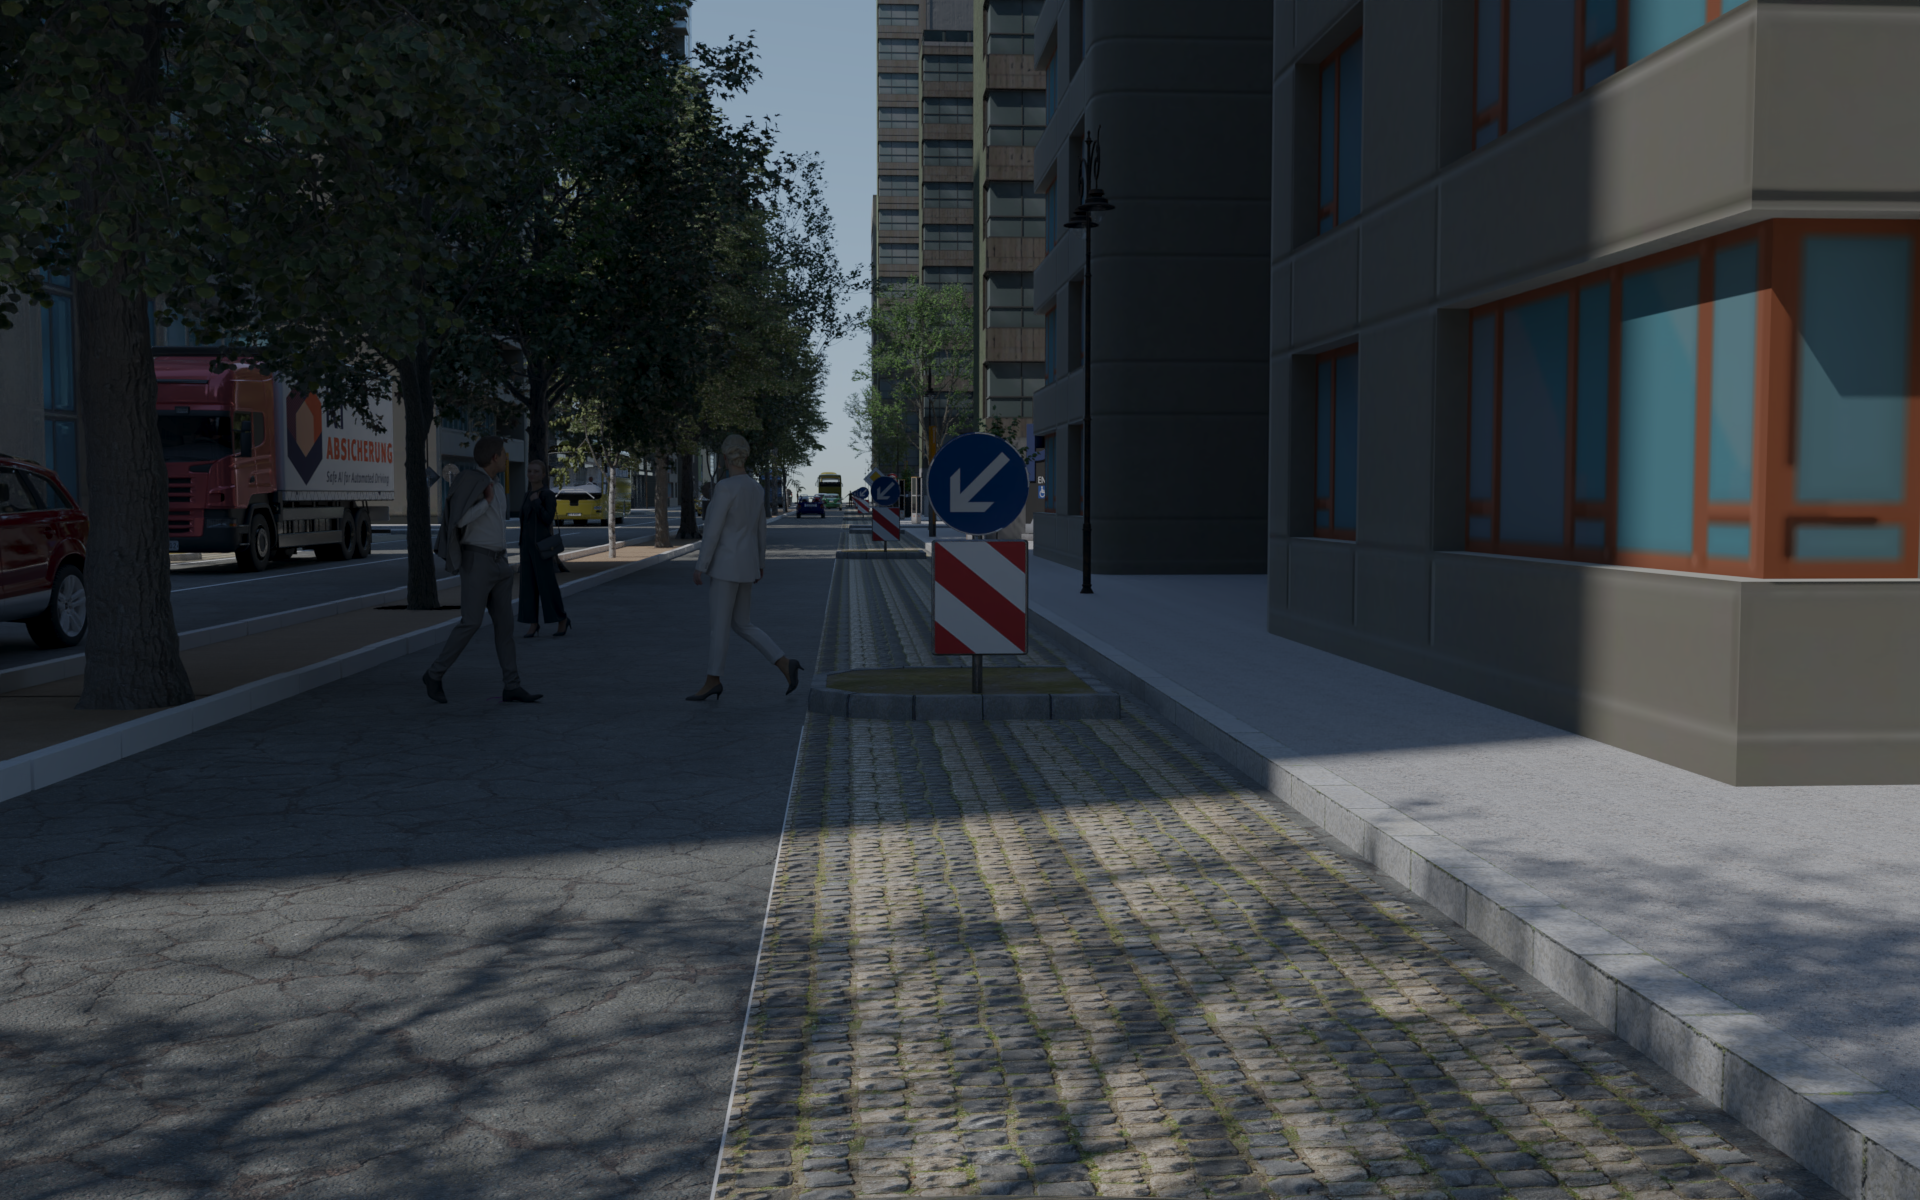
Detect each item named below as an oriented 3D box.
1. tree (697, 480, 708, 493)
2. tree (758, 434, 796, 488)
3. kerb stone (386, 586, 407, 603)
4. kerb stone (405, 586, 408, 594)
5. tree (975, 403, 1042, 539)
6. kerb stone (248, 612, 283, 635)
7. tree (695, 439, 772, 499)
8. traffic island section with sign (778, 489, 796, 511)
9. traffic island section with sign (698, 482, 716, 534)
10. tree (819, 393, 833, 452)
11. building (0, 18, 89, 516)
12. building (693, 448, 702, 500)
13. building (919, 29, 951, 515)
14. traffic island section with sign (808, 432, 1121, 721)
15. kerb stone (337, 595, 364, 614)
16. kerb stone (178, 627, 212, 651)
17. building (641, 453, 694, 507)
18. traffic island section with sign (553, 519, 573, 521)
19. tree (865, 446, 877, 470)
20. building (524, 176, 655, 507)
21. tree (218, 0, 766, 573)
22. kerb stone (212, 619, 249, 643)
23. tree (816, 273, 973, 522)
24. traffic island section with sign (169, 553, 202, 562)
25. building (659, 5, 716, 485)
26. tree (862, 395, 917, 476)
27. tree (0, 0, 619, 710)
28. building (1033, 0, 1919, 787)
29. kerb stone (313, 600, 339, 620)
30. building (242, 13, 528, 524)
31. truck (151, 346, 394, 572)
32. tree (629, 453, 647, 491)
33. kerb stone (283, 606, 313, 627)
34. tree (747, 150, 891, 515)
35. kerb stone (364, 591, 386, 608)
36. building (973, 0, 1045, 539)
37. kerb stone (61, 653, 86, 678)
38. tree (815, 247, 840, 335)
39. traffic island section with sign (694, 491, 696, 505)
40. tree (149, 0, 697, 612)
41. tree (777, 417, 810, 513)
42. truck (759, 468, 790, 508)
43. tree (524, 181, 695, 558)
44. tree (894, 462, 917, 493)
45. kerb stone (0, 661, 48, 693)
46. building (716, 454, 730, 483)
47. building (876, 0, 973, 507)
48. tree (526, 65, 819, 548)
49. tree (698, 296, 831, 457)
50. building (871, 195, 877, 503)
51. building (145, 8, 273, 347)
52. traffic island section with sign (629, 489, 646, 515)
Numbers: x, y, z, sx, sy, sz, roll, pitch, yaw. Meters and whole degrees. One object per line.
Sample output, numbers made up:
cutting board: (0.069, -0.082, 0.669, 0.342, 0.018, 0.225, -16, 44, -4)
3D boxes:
tree: (-30.558, -13.049, 207.960, 1.663, 3.219, 1.824, 0, 3, 0)
tree: (-13.461, -10.542, 125.181, 4.737, 8.622, 4.395, 0, 3, 0)
kerb stone: (-7.591, -0.045, 23.067, 0.120, 0.150, 1.000, 0, 4, -4)
kerb stone: (-7.665, -0.116, 24.086, 0.120, 0.150, 1.000, 0, 4, -4)
tree: (0.748, -2.607, 37.220, 1.663, 3.219, 1.824, 0, 3, 0)
kerb stone: (-7.268, 0.259, 17.958, 0.120, 0.150, 1.000, 0, 4, -4)
tree: (-8.839, -6.672, 61.901, 4.360, 8.622, 3.978, 0, 3, 0)
traffic island section with sign: (-14.499, -8.409, 145.630, 2.006, 1.907, 1.989, 0, 4, -4)
traffic island section with sign: (-9.166, -3.371, 63.256, 2.006, 1.907, 1.989, 0, 4, -4)
tree: (-11.568, -11.255, 104.596, 7.486, 12.596, 7.792, 0, 3, 0)
building: (-36.699, -26.181, 47.663, 30.456, 49.044, 23.786, 0, 4, -4)
building: (-39.310, -32.285, 211.448, 14.154, 41.232, 14.086, 0, 4, -4)
building: (4.282, -20.826, 112.207, 14.160, 30.474, 14.107, 0, 4, -4)
traffic island section with sign: (-0.037, -0.196, 11.837, 1.989, 1.847, 2.006, 0, 4, -4)
kerb stone: (-7.464, 0.072, 21.019, 0.120, 0.150, 1.000, 0, 4, -4)
kerb stone: (-7.139, 0.384, 15.914, 0.120, 0.150, 1.000, 0, 4, -4)
building: (-44.450, -21.112, 190.221, 27.650, 21.520, 28.899, 0, 4, -4)
traffic island section with sign: (-21.118, -5.173, 93.205, 1.989, 1.847, 2.006, 0, 4, -4)
tree: (-10.823, -17.356, 234.131, 4.360, 8.622, 3.978, 0, 3, 0)
building: (-40.668, -32.974, 158.736, 23.786, 49.044, 30.456, 0, 4, -4)
tree: (-7.606, -6.820, 30.967, 9.611, 12.733, 9.660, 0, 3, 0)
kerb stone: (-7.208, 0.324, 16.934, 0.120, 0.150, 1.000, 0, 4, -4)
tree: (-1.230, -9.480, 80.751, 9.928, 11.665, 9.643, 0, 3, 0)
traffic island section with sign: (-17.486, -1.747, 37.192, 1.989, 1.847, 2.006, 0, 4, -4)
building: (-45.400, -56.908, 243.111, 22.319, 86.520, 31.000, 0, 4, -4)
tree: (-5.029, -10.882, 128.289, 4.737, 8.622, 4.395, 0, 3, 0)
tree: (-5.544, -6.244, 11.195, 9.857, 13.997, 8.962, 0, 3, 0)
building: (16.262, -10.836, 22.212, 27.650, 21.520, 28.899, 0, 4, -4)
kerb stone: (-7.407, 0.138, 19.998, 0.120, 0.150, 1.000, 0, 4, -4)
building: (-33.393, -28.002, 81.534, 21.300, 48.544, 21.600, 0, 4, -4)
truck: (-14.202, -2.825, 35.111, 2.839, 4.237, 11.283, 0, 4, -3)
tree: (-27.342, -11.739, 142.295, 4.360, 8.622, 3.978, 0, 3, 0)
kerb stone: (-7.335, 0.198, 18.979, 0.120, 0.150, 1.000, 0, 4, -4)
tree: (-10.323, -14.431, 94.294, 12.611, 20.169, 13.585, 0, 3, 0)
kerb stone: (-7.529, 0.014, 22.041, 0.120, 0.150, 1.000, 0, 4, -4)
building: (7.280, -17.351, 55.390, 14.160, 30.474, 14.107, 0, 4, -4)
kerb stone: (-7.010, 0.509, 13.874, 0.120, 0.150, 1.000, 0, 4, -4)
tree: (-8.644, -8.271, 54.702, 9.611, 12.733, 9.660, 0, 3, 0)
traffic island section with sign: (-26.016, -9.799, 168.848, 1.989, 1.847, 2.006, 0, 4, -4)
tree: (-6.759, -5.686, 21.182, 9.928, 11.665, 9.643, 0, 3, 0)
tree: (-14.433, -11.709, 144.258, 4.360, 8.622, 3.978, 0, 3, 0)
truck: (-19.932, -12.051, 186.791, 2.967, 4.110, 18.799, 0, 4, -3)
tree: (-7.805, -5.246, 38.595, 4.737, 8.622, 4.395, 0, 3, 0)
tree: (-3.255, -6.637, 103.115, 1.663, 3.219, 1.824, 0, 3, 0)
kerb stone: (-6.935, 0.572, 12.848, 0.120, 0.150, 1.000, 0, 4, -4)
building: (-49.399, -26.344, 275.763, 27.650, 21.520, 28.899, 0, 4, -4)
building: (0.398, -27.757, 137.414, 14.154, 41.232, 14.086, 0, 4, -4)
tree: (-7.767, -7.623, 45.221, 7.486, 12.596, 7.792, 0, 3, 0)
tree: (-10.522, -8.939, 83.021, 8.767, 10.594, 7.601, 0, 4, -4)
building: (-2.799, -39.264, 265.662, 21.300, 48.544, 21.600, 0, 4, -4)
building: (-37.032, -30.319, 115.319, 23.786, 49.044, 30.456, 0, 4, -4)
traffic island section with sign: (-22.861, -6.818, 120.104, 1.989, 1.847, 2.006, 0, 4, -4)
